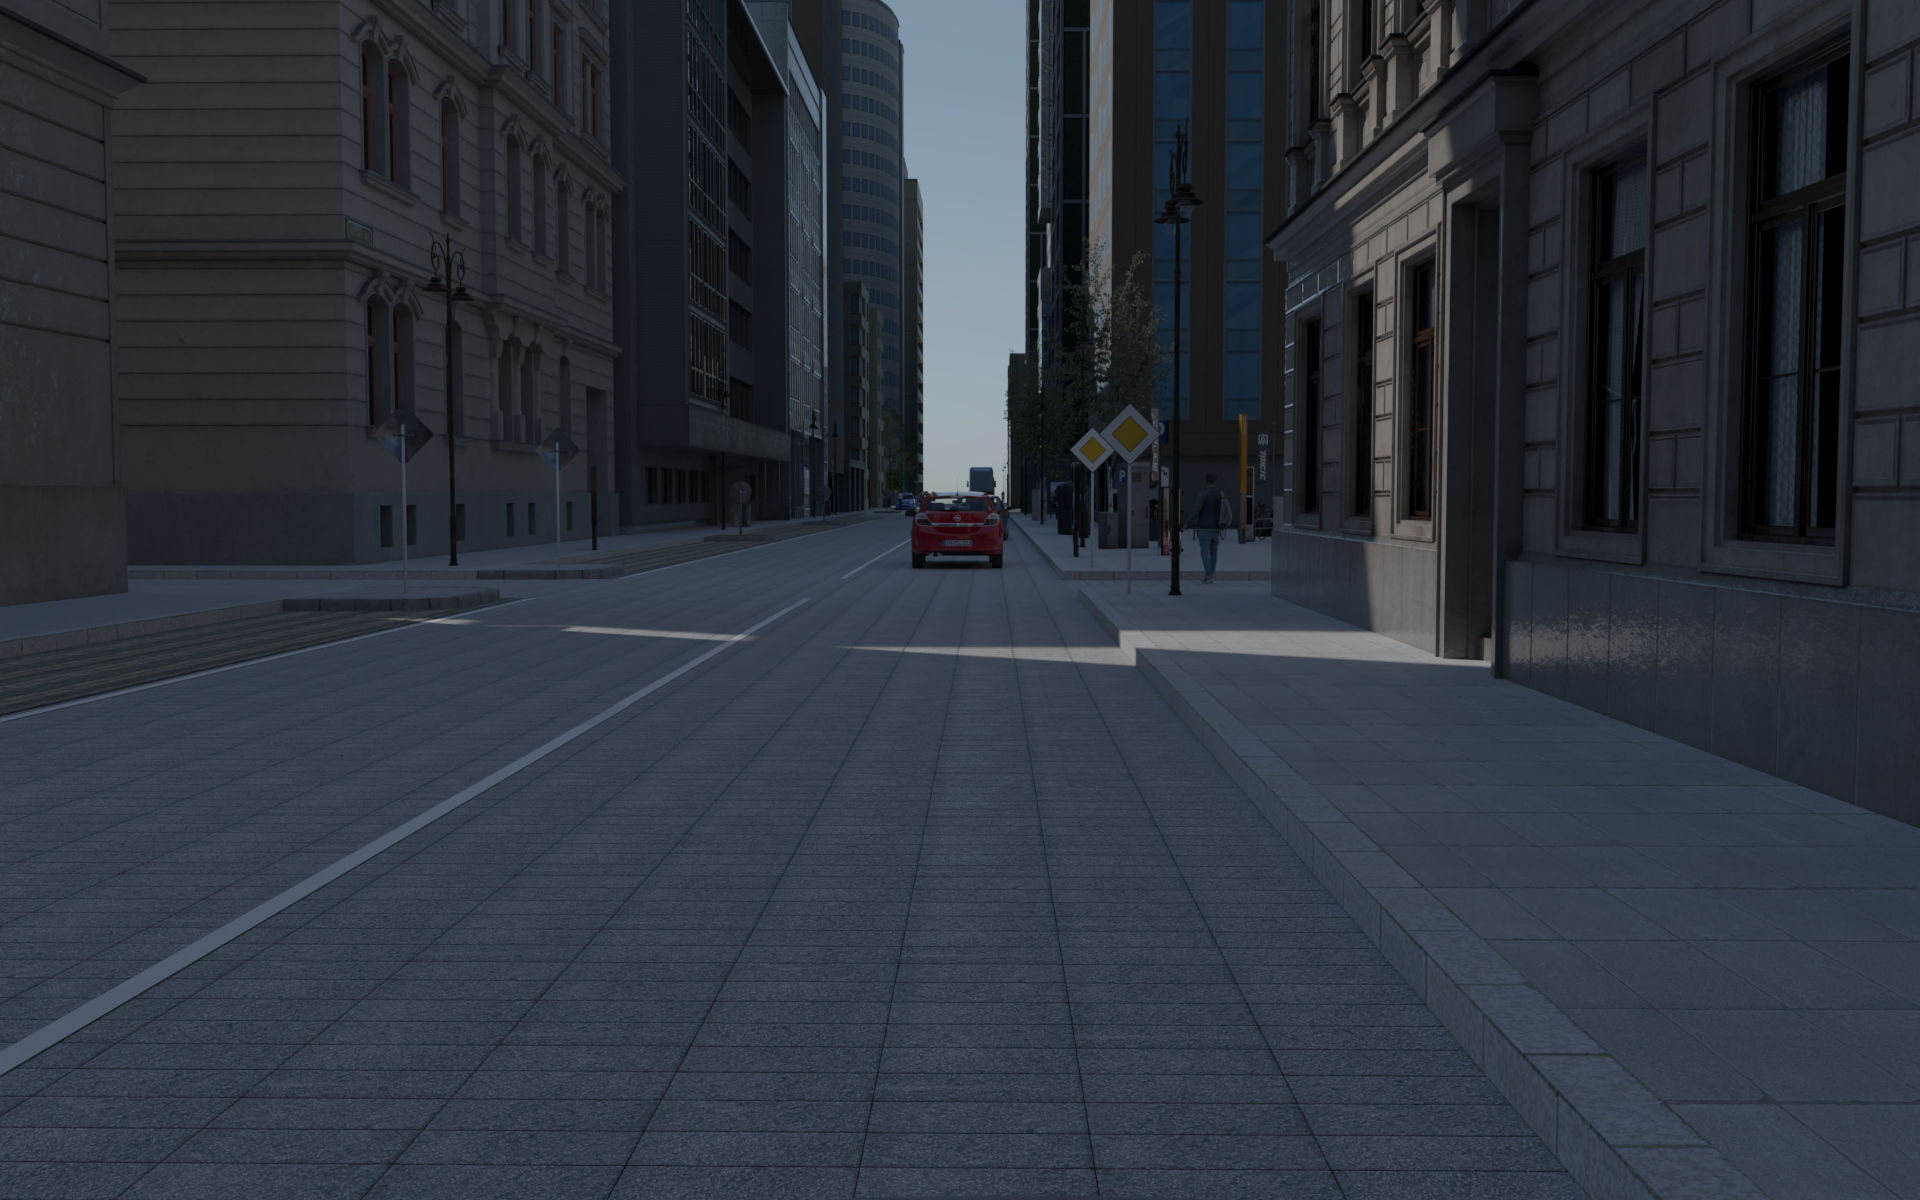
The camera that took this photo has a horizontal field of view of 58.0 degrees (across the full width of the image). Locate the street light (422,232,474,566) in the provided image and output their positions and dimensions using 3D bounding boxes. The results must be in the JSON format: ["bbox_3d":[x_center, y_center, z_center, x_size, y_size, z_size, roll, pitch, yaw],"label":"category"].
[{"bbox_3d":[-9.067,-3.550,30.838,0.468,5.910,1.993,0,4,1],"label":"street light"}]

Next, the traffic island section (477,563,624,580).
[{"bbox_3d":[-7.088,-0.500,30.452,2.009,0.180,2.903,0,4,1],"label":"traffic island section"}]

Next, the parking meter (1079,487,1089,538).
[{"bbox_3d":[3.588,-2.584,50.659,0.372,1.533,0.369,0,3,0],"label":"parking meter"}]

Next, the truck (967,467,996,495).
[{"bbox_3d":[1.947,-10.786,166.103,2.967,4.110,18.799,0,4,2],"label":"truck"}]

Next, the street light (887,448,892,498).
[{"bbox_3d":[-6.815,-11.993,168.878,0.468,5.910,1.993,0,4,1],"label":"street light"}]

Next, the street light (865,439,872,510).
[{"bbox_3d":[-7.252,-10.113,138.143,0.468,5.910,1.993,0,4,1],"label":"street light"}]

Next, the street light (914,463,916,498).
[{"bbox_3d":[-5.834,-15.264,222.346,0.468,5.910,1.993,0,4,1],"label":"street light"}]

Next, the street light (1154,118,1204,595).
[{"bbox_3d":[2.733,-2.999,21.820,0.468,5.910,1.993,0,4,1],"label":"street light"}]

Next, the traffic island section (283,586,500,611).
[{"bbox_3d":[-7.221,-0.011,22.468,2.009,0.180,2.903,0,4,1],"label":"traffic island section"}]

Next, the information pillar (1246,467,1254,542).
[{"bbox_3d":[7.701,-2.569,46.490,0.304,2.012,0.304,-1,4,-8],"label":"information pillar"}]

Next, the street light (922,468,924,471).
[{"bbox_3d":[-5.425,-17.143,253.082,0.468,5.910,1.993,0,4,1],"label":"street light"}]

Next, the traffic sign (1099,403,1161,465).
[{"bbox_3d":[2.195,-1.225,22.224,0.795,2.593,0.064,0,4,1],"label":"traffic sign"}]

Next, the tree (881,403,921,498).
[{"bbox_3d":[-7.433,-14.759,175.728,7.601,10.594,8.767,1,4,11],"label":"tree"}]

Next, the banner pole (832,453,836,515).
[{"bbox_3d":[-7.700,-7.071,105.619,0.401,3.779,0.863,1,4,11],"label":"banner pole"}]

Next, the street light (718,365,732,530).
[{"bbox_3d":[-8.528,-5.476,62.328,0.468,5.910,1.993,0,4,1],"label":"street light"}]

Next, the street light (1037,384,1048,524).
[{"bbox_3d":[3.474,-6.143,73.218,0.468,5.910,1.993,0,4,1],"label":"street light"}]

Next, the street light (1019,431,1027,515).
[{"bbox_3d":[4.243,-8.993,119.819,0.468,5.910,1.993,0,4,1],"label":"street light"}]

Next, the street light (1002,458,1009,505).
[{"bbox_3d":[6.053,-15.939,233.389,0.468,5.910,1.993,0,4,1],"label":"street light"}]

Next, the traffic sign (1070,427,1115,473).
[{"bbox_3d":[2.328,-1.714,30.208,0.795,2.593,0.064,0,4,1],"label":"traffic sign"}]

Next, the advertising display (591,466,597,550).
[{"bbox_3d":[-8.420,-2.118,39.843,0.123,1.923,0.974,-1,4,-13],"label":"advertising display"}]

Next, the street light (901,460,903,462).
[{"bbox_3d":[-6.378,-13.302,190.273,0.468,5.910,1.993,0,4,1],"label":"street light"}]

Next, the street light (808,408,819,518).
[{"bbox_3d":[-7.862,-7.364,93.195,0.468,5.910,1.993,0,4,1],"label":"street light"}]

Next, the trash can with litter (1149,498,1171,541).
[{"bbox_3d":[5.435,-2.208,47.487,0.624,1.170,1.055,3,5,45],"label":"trash can with litter"}]

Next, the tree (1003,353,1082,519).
[{"bbox_3d":[4.276,-8.526,89.760,4.737,8.622,4.395,0,3,0],"label":"tree"}]

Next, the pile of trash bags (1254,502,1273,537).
[{"bbox_3d":[10.527,-2.604,52.328,3.447,1.369,1.912,-1,4,-17],"label":"pile of trash bags"}]

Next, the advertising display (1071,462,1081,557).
[{"bbox_3d":[2.380,-1.857,35.573,0.123,1.923,0.974,0,4,0],"label":"advertising display"}]

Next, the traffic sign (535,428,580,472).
[{"bbox_3d":[-7.064,-1.724,30.385,0.795,2.593,0.064,0,4,1],"label":"traffic sign"}]

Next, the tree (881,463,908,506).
[{"bbox_3d":[-7.178,-12.205,183.262,4.285,4.588,4.351,0,3,0],"label":"tree"}]

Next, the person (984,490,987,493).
[{"bbox_3d":[1.706,-6.776,120.228,0.756,1.711,0.436,-3,4,-37],"label":"person"}]

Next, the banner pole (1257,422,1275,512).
[{"bbox_3d":[10.712,-4.308,60.461,0.863,3.779,0.401,-1,4,-18],"label":"banner pole"}]

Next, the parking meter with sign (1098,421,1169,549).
[{"bbox_3d":[4.068,-2.727,40.853,1.738,3.016,0.543,-2,4,-32],"label":"parking meter with sign"}]

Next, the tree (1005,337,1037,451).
[{"bbox_3d":[4.029,-7.982,80.860,4.360,8.622,3.978,0,3,0],"label":"tree"}]

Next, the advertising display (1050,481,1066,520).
[{"bbox_3d":[4.961,-4.964,86.375,0.974,1.923,0.123,0,4,6],"label":"advertising display"}]

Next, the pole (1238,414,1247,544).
[{"bbox_3d":[7.253,-3.094,44.433,0.158,3.312,0.155,0,3,0],"label":"pole"}]

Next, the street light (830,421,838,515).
[{"bbox_3d":[-7.719,-8.217,107.140,0.468,5.910,1.993,0,4,1],"label":"street light"}]

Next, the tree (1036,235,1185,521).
[{"bbox_3d":[4.306,-6.040,49.111,4.360,8.622,3.978,0,3,0],"label":"tree"}]

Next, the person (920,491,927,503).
[{"bbox_3d":[-3.605,-10.006,172.894,0.445,1.727,0.742,3,5,41],"label":"person"}]

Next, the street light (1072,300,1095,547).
[{"bbox_3d":[2.950,-4.202,41.499,0.468,5.910,1.993,0,4,1],"label":"street light"}]

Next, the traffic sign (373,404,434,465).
[{"bbox_3d":[-7.198,-1.236,22.401,0.795,2.593,0.064,0,4,1],"label":"traffic sign"}]
